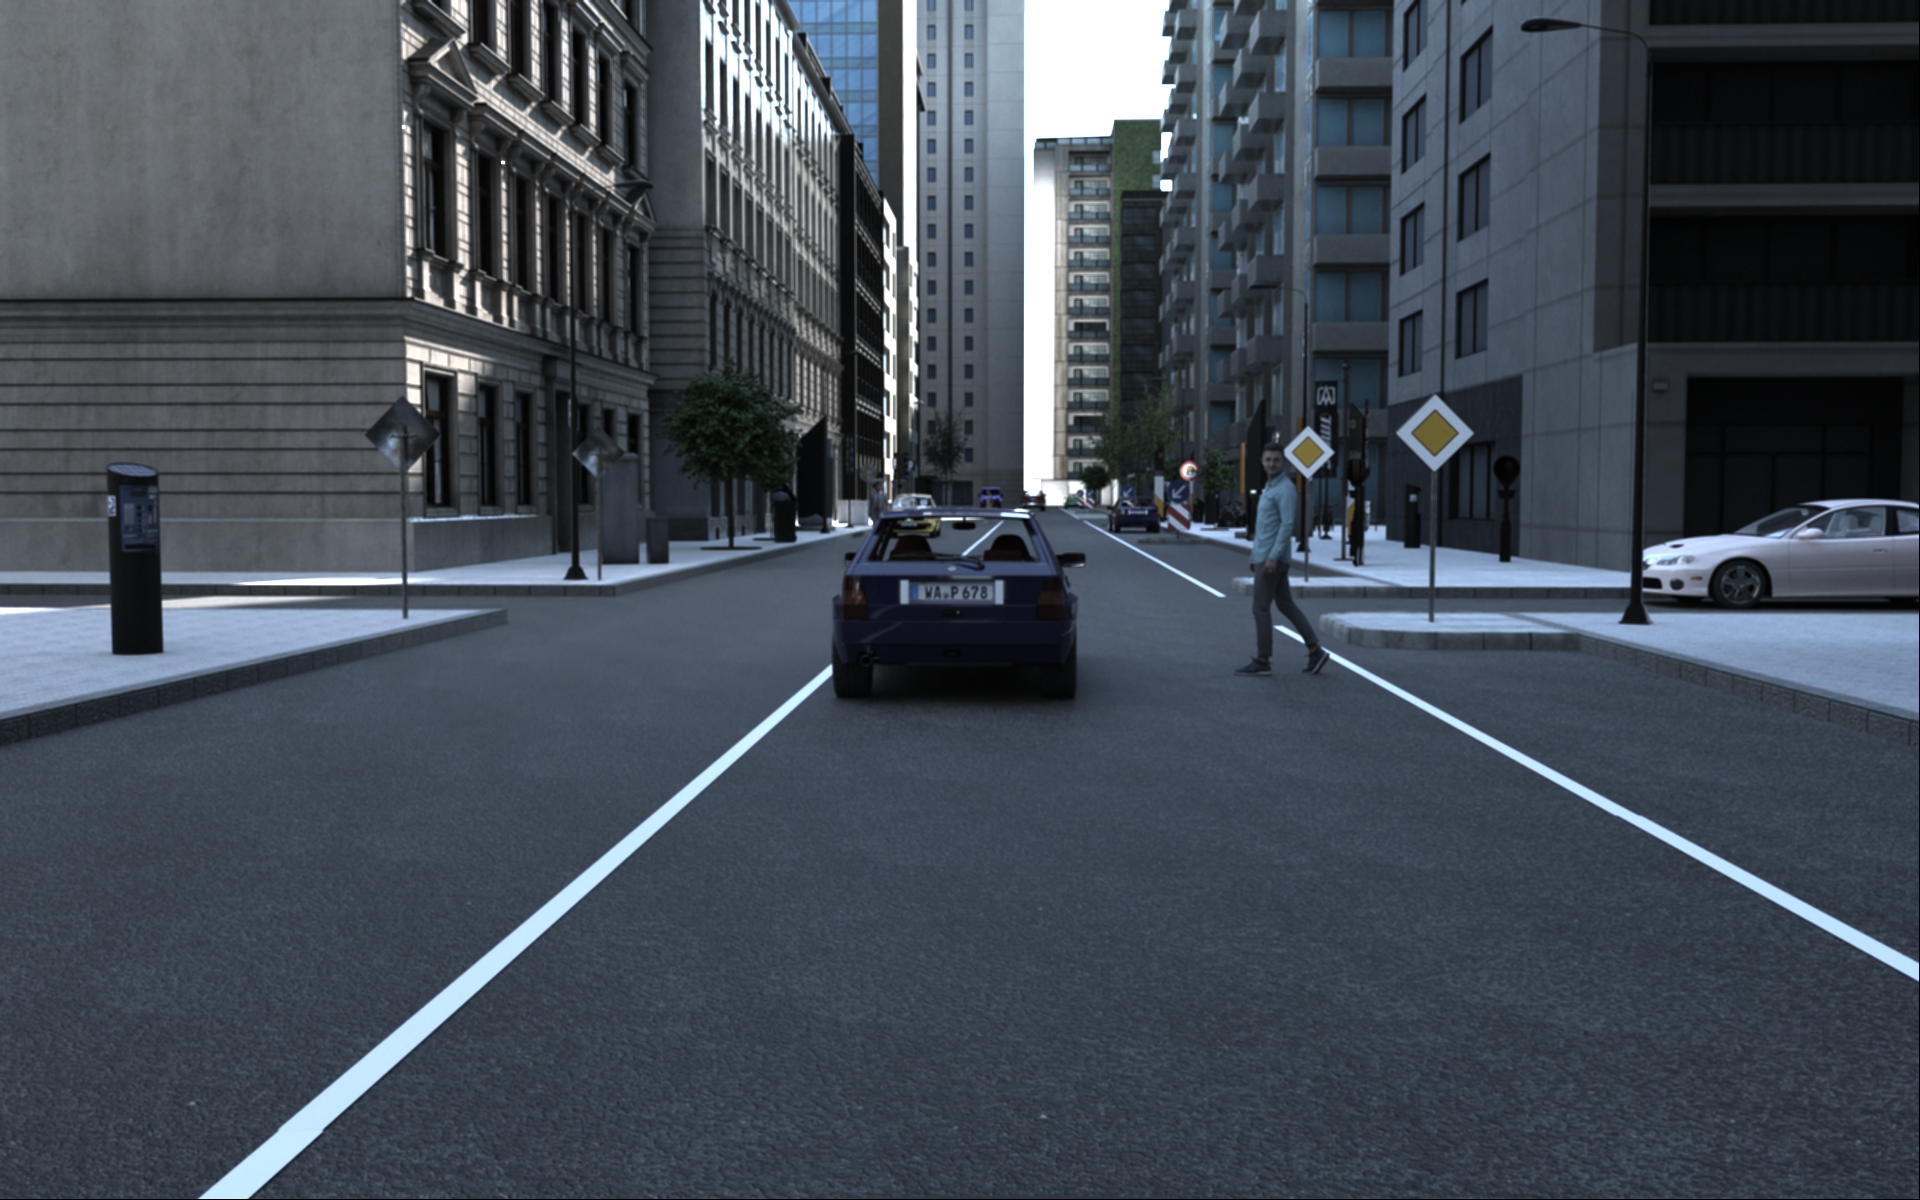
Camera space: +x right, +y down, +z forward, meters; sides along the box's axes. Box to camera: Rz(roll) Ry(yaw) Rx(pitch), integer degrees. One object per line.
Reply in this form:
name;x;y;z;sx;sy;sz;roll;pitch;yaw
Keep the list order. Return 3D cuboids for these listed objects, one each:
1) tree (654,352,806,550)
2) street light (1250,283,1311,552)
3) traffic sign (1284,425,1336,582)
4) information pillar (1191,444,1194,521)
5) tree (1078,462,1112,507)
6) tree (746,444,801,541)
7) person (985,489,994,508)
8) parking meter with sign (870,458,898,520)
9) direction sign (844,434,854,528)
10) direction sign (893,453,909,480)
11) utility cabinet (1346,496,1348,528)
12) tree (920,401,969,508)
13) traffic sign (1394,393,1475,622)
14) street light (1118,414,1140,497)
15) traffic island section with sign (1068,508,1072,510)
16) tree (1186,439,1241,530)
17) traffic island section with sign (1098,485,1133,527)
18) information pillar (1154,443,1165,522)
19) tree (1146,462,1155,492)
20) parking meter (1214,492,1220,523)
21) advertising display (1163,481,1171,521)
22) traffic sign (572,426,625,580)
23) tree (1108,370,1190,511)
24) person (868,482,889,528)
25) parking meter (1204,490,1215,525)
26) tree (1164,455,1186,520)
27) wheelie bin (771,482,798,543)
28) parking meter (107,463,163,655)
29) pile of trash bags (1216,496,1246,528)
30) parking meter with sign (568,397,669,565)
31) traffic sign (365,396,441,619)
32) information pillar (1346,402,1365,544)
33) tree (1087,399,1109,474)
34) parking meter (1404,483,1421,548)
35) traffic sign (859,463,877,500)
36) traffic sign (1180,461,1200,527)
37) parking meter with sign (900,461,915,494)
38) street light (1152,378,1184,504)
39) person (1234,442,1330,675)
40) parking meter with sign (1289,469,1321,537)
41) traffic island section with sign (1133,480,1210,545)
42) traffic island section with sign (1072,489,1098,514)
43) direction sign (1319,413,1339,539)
tree;-5.414;-3.465;40.362;4.285;4.588;4.351;0;3;0
street light;7.081;-4.022;38.306;1.470;5.913;1.316;0;4;2
traffic sign;5.066;-1.324;25.285;0.795;2.450;0.064;0;4;2
information pillar;10.959;-5.521;81.616;0.183;3.616;0.504;1;4;16
tree;13.334;-11.489;171.553;4.285;4.588;4.351;0;3;0
tree;-5.132;-3.267;48.018;1.663;3.219;1.824;0;3;0
person;1.433;-4.655;85.608;0.522;1.701;0.512;0;4;6
parking meter with sign;-4.007;-5.378;84.199;1.738;3.016;0.543;1;4;9
direction sign;-4.228;-4.534;66.125;0.379;3.537;0.876;1;4;15
direction sign;-3.216;-6.307;95.119;0.876;3.537;0.379;-1;4;-11
utility cabinet;15.038;-3.393;66.631;0.306;1.237;1.020;2;4;25
tree;-1.286;-11.394;136.647;4.360;8.622;3.978;0;3;0
traffic sign;4.725;-0.836;17.308;0.795;2.450;0.064;0;4;2
street light;9.798;-7.804;100.134;1.470;5.913;1.316;0;4;2
traffic island section with sign;10.604;-8.918;154.435;1.989;1.847;2.006;0;4;2
tree;9.047;-4.077;61.267;1.663;3.219;1.824;0;3;0
traffic island section with sign;7.310;-4.188;77.105;1.989;1.847;2.006;0;4;2
information pillar;9.174;-5.399;79.623;0.504;3.616;0.183;3;4;37
tree;10.504;-5.833;89.968;1.663;3.219;1.824;0;3;0
parking meter;11.259;-4.160;76.424;0.372;1.533;0.369;0;3;0
advertising display;9.736;-4.761;83.060;0.974;1.923;0.123;-3;5;-40
traffic sign;-5.368;-1.352;25.750;0.795;2.450;0.064;0;4;2
tree;11.660;-9.354;103.292;4.737;8.622;4.395;0;3;0
person;-2.403;-2.595;51.196;0.678;1.792;0.850;0;4;6
parking meter;10.463;-4.095;72.667;0.399;1.863;0.255;-3;4;-37
tree;10.715;-5.524;84.923;1.663;3.219;1.824;0;3;0
wheelie bin;-4.676;-2.331;46.020;0.693;1.594;0.980;-1;4;-14
parking meter;-6.638;-0.338;13.937;0.372;1.533;0.369;0;3;0
pile of trash bags;11.242;-3.484;66.720;1.912;1.369;3.447;2;4;30
parking meter with sign;-6.240;-2.168;31.713;1.738;3.016;0.543;-1;4;-22
traffic sign;-5.709;-0.864;17.772;0.795;2.450;0.064;0;4;2
information pillar;10.086;-3.227;44.123;0.183;3.616;0.504;-2;4;-32
tree;11.747;-11.187;133.274;4.737;8.622;4.395;0;3;0
parking meter;10.778;-2.008;41.236;0.372;1.533;0.369;0;3;0
traffic sign;-3.830;-4.401;72.069;0.768;2.556;0.104;0;4;7
traffic sign;8.851;-4.072;66.676;0.768;2.556;0.104;0;4;5
parking meter with sign;-3.201;-5.713;89.668;1.738;3.016;0.543;-2;4;-35
street light;8.394;-5.929;69.479;1.470;5.913;1.316;0;4;2
person;2.550;-0.325;13.674;0.748;1.841;0.638;1;4;11
parking meter with sign;10.271;-3.411;52.037;0.543;3.016;1.738;-2;4;-29
traffic island section with sign;6.161;-2.541;50.174;1.989;1.847;2.006;0;4;2
traffic island section with sign;9.463;-7.271;127.504;1.989;1.847;2.006;0;4;2
direction sign;10.381;-3.486;48.999;0.379;3.537;0.876;-2;4;-30
